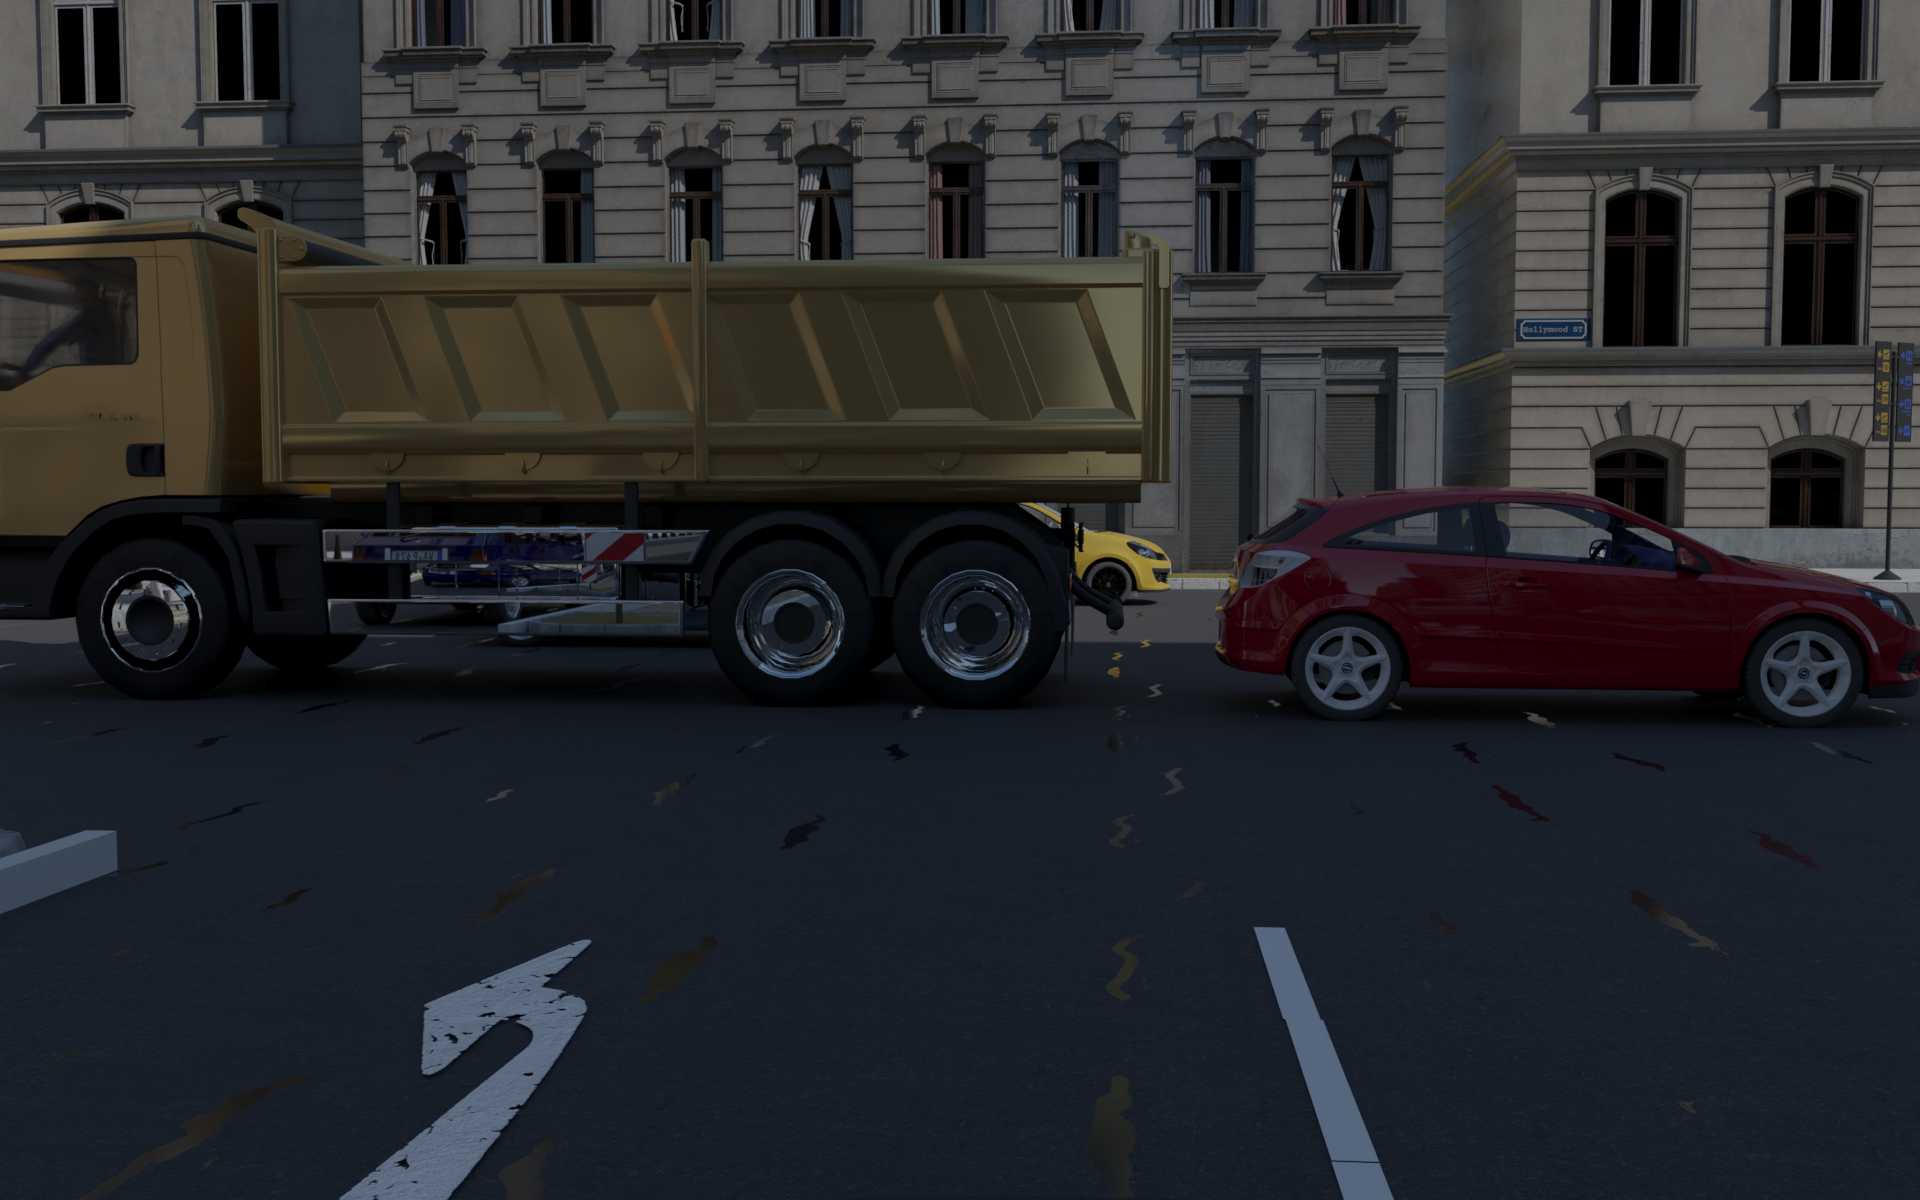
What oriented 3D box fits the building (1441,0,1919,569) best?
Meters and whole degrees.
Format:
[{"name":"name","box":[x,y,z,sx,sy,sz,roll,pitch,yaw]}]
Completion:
[{"name":"building","box":[26.865,-13.091,33.117,34.723,24.649,14.460,0,4,5]}]

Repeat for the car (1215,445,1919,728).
[{"name":"car","box":[3.975,-0.154,11.554,4.494,1.783,2.155,0,4,7]}]

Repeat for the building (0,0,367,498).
[{"name":"building","box":[-26.930,-13.324,36.927,34.723,24.649,14.460,0,4,5]}]

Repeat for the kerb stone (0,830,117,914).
[{"name":"kerb stone","box":[-3.317,0.984,6.108,0.120,0.150,1.000,0,4,5]}]

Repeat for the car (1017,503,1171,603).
[{"name":"car","box":[0.795,-0.777,22.925,3.980,1.641,2.015,0,4,6]}]

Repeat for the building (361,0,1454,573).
[{"name":"building","box":[-0.739,-11.212,32.462,18.267,20.994,9.793,0,4,5]}]

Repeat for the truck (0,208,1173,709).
[{"name":"truck","box":[-3.385,-1.041,12.940,9.791,3.379,3.469,0,4,5]}]

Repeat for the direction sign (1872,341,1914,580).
[{"name":"direction sign","box":[13.913,-2.072,25.881,0.876,3.537,0.379,-2,4,-28]}]

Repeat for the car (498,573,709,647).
[{"name":"car","box":[-2.539,-0.297,16.858,4.499,1.417,2.014,0,4,6]}]

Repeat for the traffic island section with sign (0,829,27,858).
[{"name":"traffic island section with sign","box":[-4.395,0.143,5.799,2.006,1.907,1.989,0,4,5]}]
